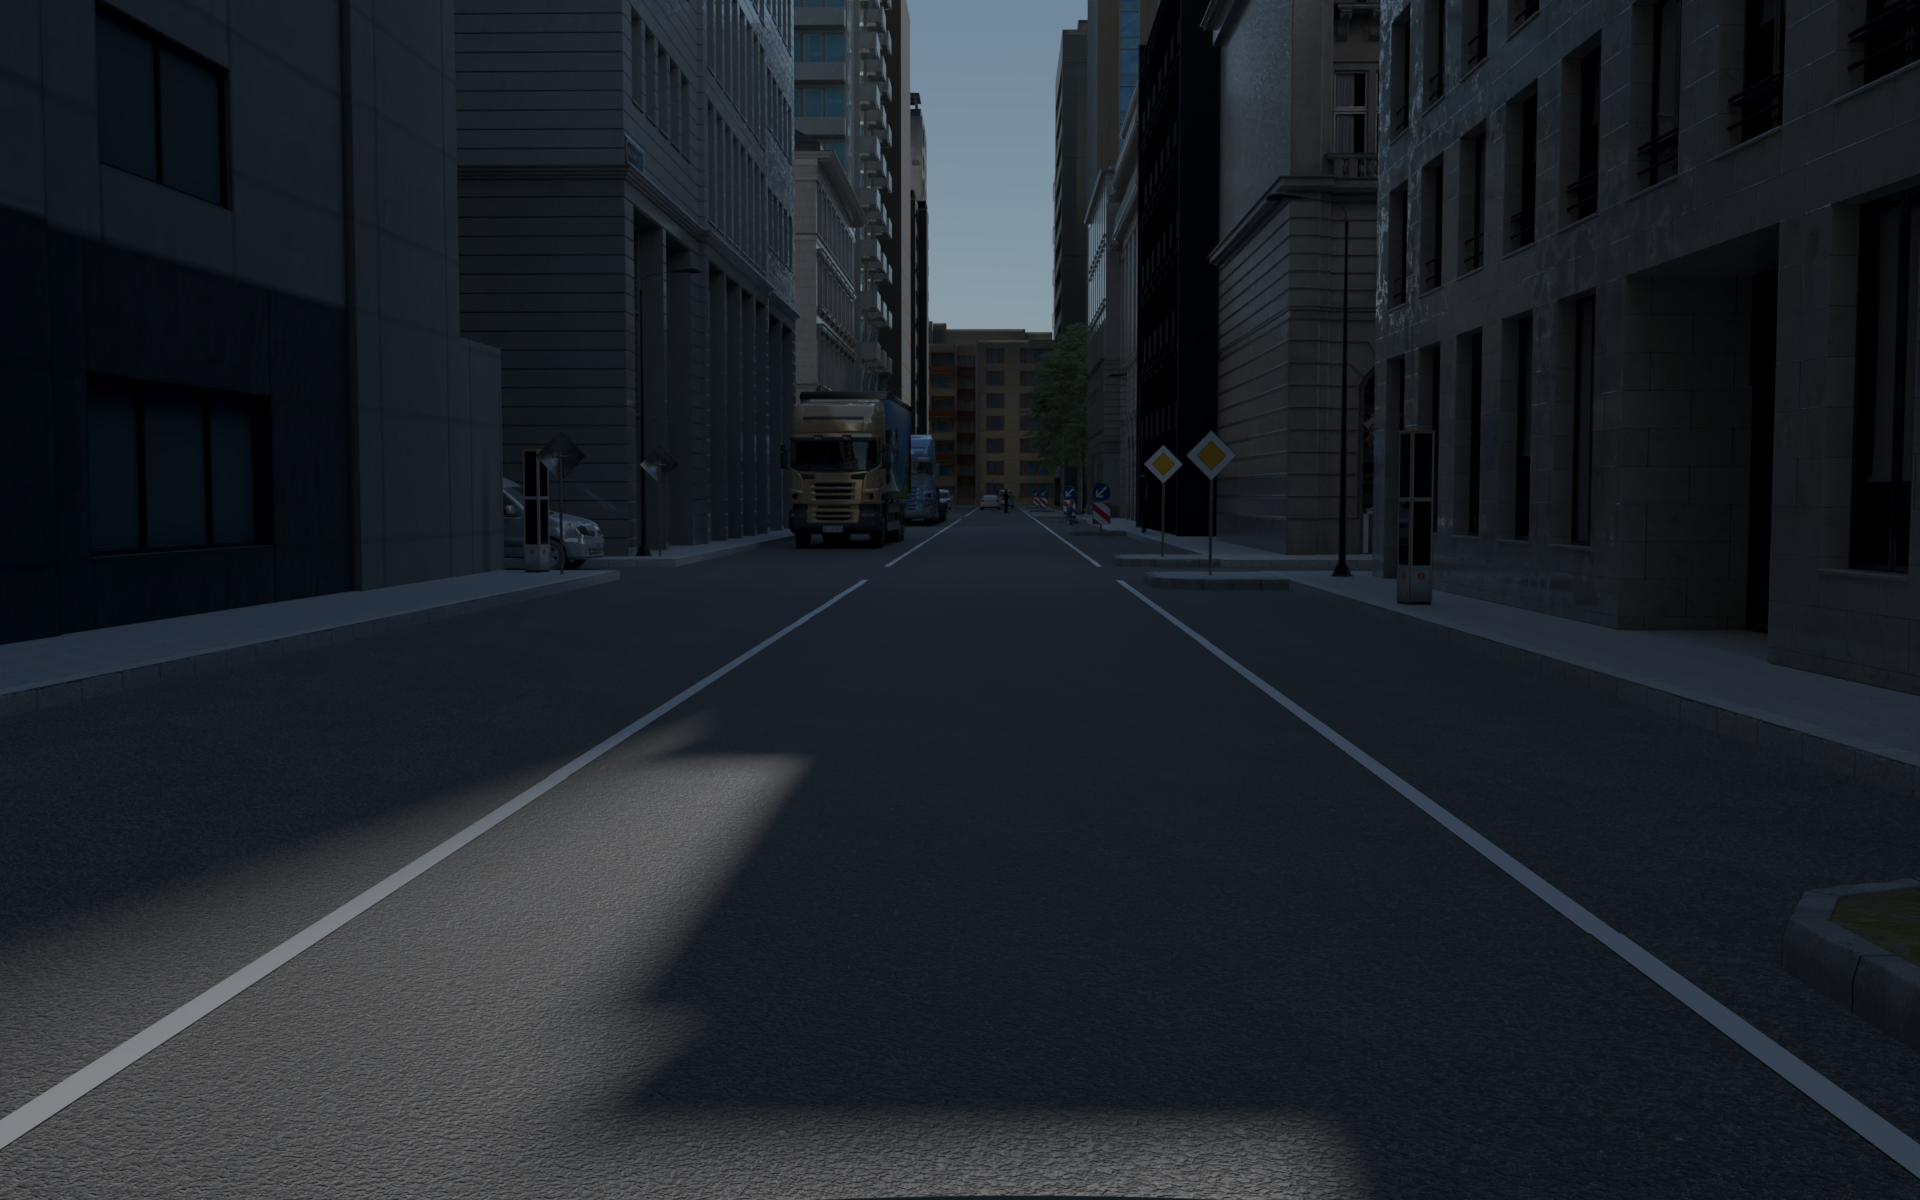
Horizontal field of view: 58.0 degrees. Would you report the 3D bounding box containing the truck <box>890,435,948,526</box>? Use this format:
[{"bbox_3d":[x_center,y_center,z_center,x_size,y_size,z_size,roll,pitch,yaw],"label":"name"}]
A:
[{"bbox_3d":[-2.147,-5.797,84.544,2.967,4.110,18.799,0,4,2],"label":"truck"}]

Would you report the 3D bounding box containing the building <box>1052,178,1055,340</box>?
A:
[{"bbox_3d":[17.930,-31.646,201.012,14.086,41.232,14.154,0,4,1],"label":"building"}]

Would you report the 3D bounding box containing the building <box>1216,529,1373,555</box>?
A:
[{"bbox_3d":[18.520,-12.201,41.282,24.055,21.916,13.314,0,4,1],"label":"building"}]

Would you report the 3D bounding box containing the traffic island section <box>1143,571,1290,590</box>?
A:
[{"bbox_3d":[3.972,-0.311,27.360,2.009,0.180,2.903,0,4,1],"label":"traffic island section"}]

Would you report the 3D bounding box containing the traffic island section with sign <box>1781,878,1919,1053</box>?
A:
[{"bbox_3d":[3.463,0.239,4.726,1.989,1.847,2.006,0,4,1],"label":"traffic island section with sign"}]

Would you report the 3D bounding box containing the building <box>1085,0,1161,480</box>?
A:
[{"bbox_3d":[16.411,-29.055,125.155,14.600,45.320,14.200,0,4,1],"label":"building"}]

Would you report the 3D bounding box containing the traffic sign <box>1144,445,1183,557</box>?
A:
[{"bbox_3d":[4.133,-1.934,35.266,0.795,2.450,0.064,0,4,1],"label":"traffic sign"}]

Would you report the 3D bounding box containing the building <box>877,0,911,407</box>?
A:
[{"bbox_3d":[-11.496,-30.456,148.068,14.600,45.320,14.200,0,4,1],"label":"building"}]

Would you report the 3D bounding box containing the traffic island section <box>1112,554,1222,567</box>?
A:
[{"bbox_3d":[4.156,-0.799,35.343,2.009,0.180,2.903,0,4,1],"label":"traffic island section"}]

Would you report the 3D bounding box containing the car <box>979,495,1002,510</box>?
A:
[{"bbox_3d":[2.821,-9.007,159.629,2.083,1.381,4.827,0,4,2],"label":"car"}]

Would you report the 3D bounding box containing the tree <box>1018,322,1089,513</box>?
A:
[{"bbox_3d":[7.599,-12.041,114.995,7.486,12.596,7.792,0,3,0],"label":"tree"}]

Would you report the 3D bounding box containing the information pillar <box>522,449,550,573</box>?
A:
[{"bbox_3d":[-6.941,-1.461,28.376,0.304,2.012,0.304,1,4,21],"label":"information pillar"}]

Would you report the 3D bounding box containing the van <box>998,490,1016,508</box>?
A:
[{"bbox_3d":[4.572,-10.185,173.531,2.013,2.044,4.112,0,4,1],"label":"van"}]

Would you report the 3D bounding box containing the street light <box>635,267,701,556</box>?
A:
[{"bbox_3d":[-6.000,-3.858,35.624,1.470,5.913,1.316,0,4,1],"label":"street light"}]

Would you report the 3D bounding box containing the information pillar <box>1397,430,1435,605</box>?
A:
[{"bbox_3d":[5.292,-0.956,20.117,0.304,2.012,0.304,-1,4,-15],"label":"information pillar"}]

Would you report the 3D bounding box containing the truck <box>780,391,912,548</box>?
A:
[{"bbox_3d":[-3.038,-3.709,49.556,2.839,4.237,11.283,0,4,3],"label":"truck"}]

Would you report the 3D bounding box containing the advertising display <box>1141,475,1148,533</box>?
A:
[{"bbox_3d":[6.120,-3.199,57.511,0.123,1.923,0.974,1,4,13],"label":"advertising display"}]

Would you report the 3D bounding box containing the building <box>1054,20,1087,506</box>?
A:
[{"bbox_3d":[20.551,-33.704,174.756,21.300,48.544,21.600,0,4,1],"label":"building"}]

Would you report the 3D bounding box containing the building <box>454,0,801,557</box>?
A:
[{"bbox_3d":[-11.847,-16.635,49.481,11.434,29.767,29.804,0,4,1],"label":"building"}]

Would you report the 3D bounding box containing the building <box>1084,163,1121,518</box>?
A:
[{"bbox_3d":[12.549,-15.420,101.267,9.793,20.994,18.267,0,4,1],"label":"building"}]

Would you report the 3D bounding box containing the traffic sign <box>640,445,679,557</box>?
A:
[{"bbox_3d":[-6.158,-1.950,35.523,0.795,2.450,0.064,0,4,1],"label":"traffic sign"}]

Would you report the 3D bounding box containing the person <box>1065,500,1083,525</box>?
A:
[{"bbox_3d":[5.170,-4.013,79.610,0.738,1.151,1.012,-1,4,-15],"label":"person"}]

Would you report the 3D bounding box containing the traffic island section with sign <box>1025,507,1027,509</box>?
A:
[{"bbox_3d":[7.153,-9.571,165.110,1.989,1.847,2.006,0,4,1],"label":"traffic island section with sign"}]

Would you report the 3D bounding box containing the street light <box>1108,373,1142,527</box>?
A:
[{"bbox_3d":[6.384,-5.767,66.832,1.470,5.913,1.316,0,4,1],"label":"street light"}]

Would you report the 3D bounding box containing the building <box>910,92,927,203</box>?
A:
[{"bbox_3d":[-10.467,-30.299,178.980,14.086,41.232,14.154,0,4,1],"label":"building"}]

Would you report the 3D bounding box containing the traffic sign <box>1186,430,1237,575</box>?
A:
[{"bbox_3d":[3.948,-1.446,27.283,0.795,2.450,0.064,0,4,1],"label":"traffic sign"}]

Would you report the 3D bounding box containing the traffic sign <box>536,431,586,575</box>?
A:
[{"bbox_3d":[-6.343,-1.462,27.540,0.795,2.450,0.064,0,4,1],"label":"traffic sign"}]

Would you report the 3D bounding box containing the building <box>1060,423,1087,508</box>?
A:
[{"bbox_3d":[20.373,-51.050,147.343,22.319,86.520,31.000,0,4,1],"label":"building"}]

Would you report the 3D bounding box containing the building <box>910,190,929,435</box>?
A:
[{"bbox_3d":[-10.232,-23.974,163.678,14.160,30.474,14.107,0,4,1],"label":"building"}]

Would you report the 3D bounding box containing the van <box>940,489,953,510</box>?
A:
[{"bbox_3d":[-1.620,-9.083,155.518,2.013,2.044,4.112,0,3,0],"label":"van"}]

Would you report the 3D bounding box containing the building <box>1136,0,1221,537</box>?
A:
[{"bbox_3d":[12.873,-14.045,59.311,12.332,23.373,15.834,0,4,1],"label":"building"}]

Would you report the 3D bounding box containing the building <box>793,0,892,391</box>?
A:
[{"bbox_3d":[-16.555,-30.958,125.779,23.786,49.044,30.456,0,4,1],"label":"building"}]

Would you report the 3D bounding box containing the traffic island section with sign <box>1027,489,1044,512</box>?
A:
[{"bbox_3d":[6.523,-7.873,137.347,1.989,1.847,2.006,0,4,1],"label":"traffic island section with sign"}]

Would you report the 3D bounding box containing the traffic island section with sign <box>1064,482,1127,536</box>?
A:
[{"bbox_3d":[4.738,-3.141,59.976,1.989,1.847,2.006,0,4,1],"label":"traffic island section with sign"}]

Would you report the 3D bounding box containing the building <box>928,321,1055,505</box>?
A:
[{"bbox_3d":[-3.421,-22.198,207.981,28.899,21.520,27.650,0,4,1],"label":"building"}]

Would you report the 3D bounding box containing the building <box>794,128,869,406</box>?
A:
[{"bbox_3d":[-11.255,-14.307,84.829,10.553,20.767,40.483,0,4,1],"label":"building"}]

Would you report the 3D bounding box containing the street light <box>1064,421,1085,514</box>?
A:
[{"bbox_3d":[7.295,-8.427,110.323,1.470,5.913,1.316,0,4,1],"label":"street light"}]

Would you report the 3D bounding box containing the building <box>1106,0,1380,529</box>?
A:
[{"bbox_3d":[14.107,-14.573,80.076,13.314,21.916,24.055,0,4,1],"label":"building"}]

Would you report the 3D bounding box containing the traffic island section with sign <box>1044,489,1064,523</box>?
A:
[{"bbox_3d":[5.351,-4.791,86.956,1.989,1.847,2.006,0,4,1],"label":"traffic island section with sign"}]

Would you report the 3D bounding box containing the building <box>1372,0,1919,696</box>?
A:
[{"bbox_3d":[11.448,-9.984,17.991,10.420,20.320,16.860,0,4,1],"label":"building"}]

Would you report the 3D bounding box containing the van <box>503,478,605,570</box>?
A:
[{"bbox_3d":[-8.778,-1.560,32.515,4.112,2.044,2.013,0,4,3],"label":"van"}]

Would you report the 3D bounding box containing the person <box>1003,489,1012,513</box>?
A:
[{"bbox_3d":[3.543,-7.539,131.781,0.705,1.821,1.348,-2,4,-28],"label":"person"}]

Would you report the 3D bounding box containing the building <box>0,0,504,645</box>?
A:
[{"bbox_3d":[-18.278,-35.416,17.302,20.611,71.187,20.563,0,4,1],"label":"building"}]

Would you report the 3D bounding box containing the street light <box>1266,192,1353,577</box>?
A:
[{"bbox_3d":[5.410,-3.320,26.823,1.470,5.913,1.316,0,4,1],"label":"street light"}]

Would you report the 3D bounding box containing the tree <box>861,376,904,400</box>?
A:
[{"bbox_3d":[-5.266,-9.699,108.938,4.360,8.622,3.978,0,3,0],"label":"tree"}]
